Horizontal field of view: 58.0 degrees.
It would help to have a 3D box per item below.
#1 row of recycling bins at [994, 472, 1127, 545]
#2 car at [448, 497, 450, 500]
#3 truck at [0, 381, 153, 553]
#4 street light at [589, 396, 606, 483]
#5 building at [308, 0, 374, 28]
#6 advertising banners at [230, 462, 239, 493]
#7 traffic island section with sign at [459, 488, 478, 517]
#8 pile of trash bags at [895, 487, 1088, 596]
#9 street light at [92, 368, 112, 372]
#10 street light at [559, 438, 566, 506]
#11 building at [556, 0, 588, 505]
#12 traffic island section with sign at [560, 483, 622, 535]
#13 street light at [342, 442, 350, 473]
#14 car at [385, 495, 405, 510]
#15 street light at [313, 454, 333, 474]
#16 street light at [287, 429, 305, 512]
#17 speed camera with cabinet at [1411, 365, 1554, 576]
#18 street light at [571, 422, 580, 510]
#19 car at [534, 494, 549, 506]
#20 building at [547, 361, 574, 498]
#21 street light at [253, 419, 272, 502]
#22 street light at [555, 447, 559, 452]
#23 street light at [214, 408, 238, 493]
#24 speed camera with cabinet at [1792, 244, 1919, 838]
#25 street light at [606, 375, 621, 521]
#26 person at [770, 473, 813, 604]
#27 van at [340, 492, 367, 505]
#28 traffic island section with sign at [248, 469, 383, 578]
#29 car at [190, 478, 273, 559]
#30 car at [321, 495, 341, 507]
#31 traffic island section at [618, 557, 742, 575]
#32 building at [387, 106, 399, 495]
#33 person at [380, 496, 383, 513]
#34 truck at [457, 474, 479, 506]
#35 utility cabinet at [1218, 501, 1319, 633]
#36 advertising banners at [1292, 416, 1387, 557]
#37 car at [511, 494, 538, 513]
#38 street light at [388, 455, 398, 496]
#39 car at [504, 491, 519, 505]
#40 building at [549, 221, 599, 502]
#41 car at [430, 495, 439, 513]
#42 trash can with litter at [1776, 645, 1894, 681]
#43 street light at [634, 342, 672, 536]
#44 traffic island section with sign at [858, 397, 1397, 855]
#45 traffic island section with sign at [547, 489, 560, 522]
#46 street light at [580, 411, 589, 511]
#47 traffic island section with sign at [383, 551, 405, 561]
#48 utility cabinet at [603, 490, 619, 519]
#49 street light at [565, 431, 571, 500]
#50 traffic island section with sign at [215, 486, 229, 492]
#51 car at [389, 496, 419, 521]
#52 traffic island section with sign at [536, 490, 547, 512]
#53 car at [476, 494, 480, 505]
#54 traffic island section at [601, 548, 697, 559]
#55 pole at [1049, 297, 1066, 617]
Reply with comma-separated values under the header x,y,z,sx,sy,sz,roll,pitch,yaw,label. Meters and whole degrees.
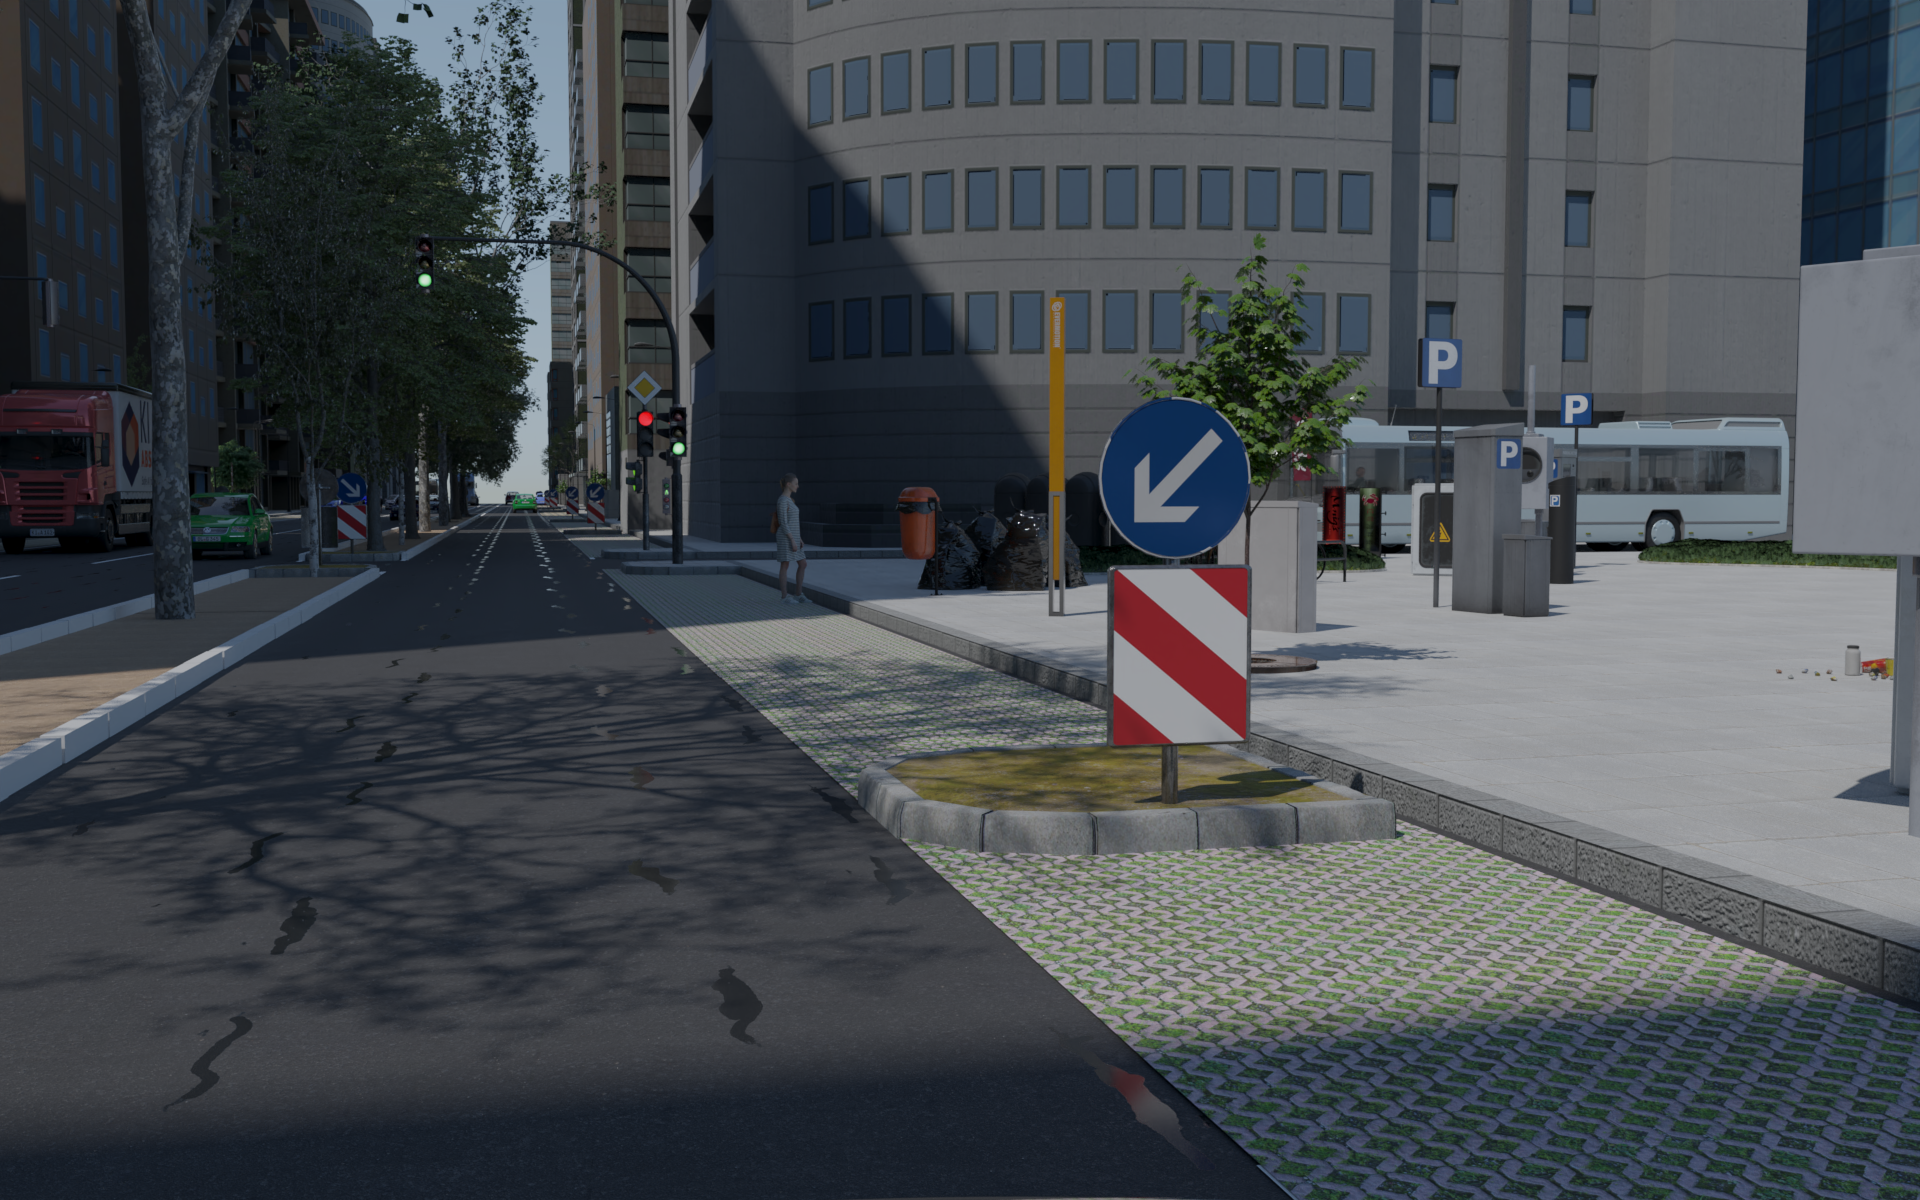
x,y,z,sx,sy,sz,roll,pitch,yaw,label
2.080,-1.555,32.543,3.534,1.692,1.069,3,5,39,row of recycling bins
-70.973,-13.757,237.287,2.083,1.381,4.827,-1,4,-15,car
-22.879,-3.457,45.442,2.839,4.237,11.283,-1,4,-15,truck
-16.748,-6.725,82.492,1.470,5.913,1.316,-1,4,-14,street light
-78.498,-40.248,200.056,21.231,58.520,28.212,-1,4,-14,building
-40.559,-6.159,96.895,0.090,3.025,2.074,-1,4,-12,advertising banners
-31.739,-6.262,110.526,2.006,1.907,1.989,-1,4,-14,traffic island section with sign
0.240,-0.824,23.222,1.912,1.369,3.447,2,4,32,pile of trash bags
-32.022,-5.594,63.995,1.470,5.913,1.316,-1,4,-14,street light
-31.987,-10.392,142.452,1.470,5.913,1.316,-1,4,-14,street light
-40.254,-47.604,216.569,20.563,71.187,20.611,-1,4,-14,building
-13.086,-3.236,61.543,1.989,1.847,2.006,-1,4,-14,traffic island section with sign
-54.721,-11.016,152.657,1.470,5.913,1.316,-1,4,-14,street light
-51.827,-8.995,159.429,2.083,1.381,4.827,-1,4,-13,car
-50.988,-10.127,138.115,1.470,5.913,1.316,-1,4,-14,street light
-47.379,-9.240,123.614,1.470,5.913,1.316,-1,4,-14,street light
8.103,-1.991,26.892,2.038,3.252,0.660,2,4,29,speed camera with cabinet
-24.108,-8.516,111.781,1.470,5.913,1.316,-1,4,-14,street light
-51.288,-12.413,212.545,1.945,1.707,3.694,-1,4,-14,car
-43.392,-24.327,242.783,27.650,21.520,28.899,-1,4,-14,building
-43.662,-8.355,109.141,1.470,5.913,1.316,-1,4,-14,street light
-35.763,-11.316,157.557,1.470,5.913,1.316,-1,4,-14,street light
-39.475,-7.371,93.057,1.470,5.913,1.316,-1,4,-14,street light
4.117,-0.780,7.084,2.038,3.252,0.660,-3,5,-42,speed camera with cabinet
-12.943,-5.826,67.804,1.470,5.913,1.316,-1,4,-14,street light
-2.218,-0.794,22.492,0.522,1.701,0.512,0,4,7,person
-42.381,-7.171,121.636,2.240,2.365,5.245,-1,4,-15,van
-11.363,-1.369,30.525,2.006,1.907,1.989,-1,4,-14,traffic island section with sign
-16.736,-1.865,39.282,1.959,1.807,4.718,-1,4,-15,car
-46.555,-7.229,127.786,1.945,1.707,3.694,-1,4,-15,car
-5.176,-0.585,31.846,2.009,0.180,2.903,-1,4,-14,traffic island section
-86.153,-41.911,227.243,21.231,58.520,28.212,-1,4,-14,building
-43.997,-7.320,131.365,0.799,1.438,0.628,2,4,31,person
-60.941,-13.703,213.803,2.967,4.110,18.799,-1,4,-14,truck
2.906,-0.320,16.396,0.306,1.237,1.020,-3,4,-38,utility cabinet
7.510,-2.349,34.593,2.074,3.025,0.090,2,4,34,advertising banners
-32.822,-7.446,130.545,1.959,1.807,4.718,-1,4,-15,car
-71.666,-15.092,219.290,1.470,5.913,1.316,-1,4,-14,street light
-59.503,-13.568,230.507,2.281,1.827,5.304,-1,4,-14,car
-54.591,-35.367,261.848,14.154,41.232,14.086,-1,4,-14,building
-40.724,-7.371,133.102,1.945,1.354,3.894,-1,4,-14,car
6.854,-0.034,11.620,1.678,1.210,2.233,-2,4,-27,trash can with litter
-9.288,-4.940,53.315,1.470,5.913,1.316,-1,4,-14,street light
0.595,0.050,7.813,1.989,1.847,2.006,-1,4,-14,traffic island section with sign
-19.784,-4.844,87.822,1.989,1.847,2.006,-1,4,-14,traffic island section with sign
-20.352,-7.612,96.994,1.470,5.913,1.316,-1,4,-14,street light
-13.182,-1.809,37.706,2.006,1.907,1.989,-1,4,-14,traffic island section with sign
-18.008,-4.952,89.643,0.318,1.500,1.173,1,4,22,utility cabinet
-28.182,-9.508,128.001,1.470,5.913,1.316,-1,4,-14,street light
-35.546,-4.574,83.409,1.989,1.847,2.006,-1,4,-14,traffic island section with sign
-30.119,-5.014,94.558,1.945,1.354,3.894,-1,4,-13,car
-31.960,-7.767,135.613,1.989,1.847,2.006,-1,4,-14,traffic island section with sign
-65.215,-13.600,231.407,2.155,1.783,4.494,-1,4,-16,car
-7.147,-1.058,39.585,2.009,0.180,2.903,-1,4,-14,traffic island section
1.017,-1.484,18.107,0.158,3.312,0.155,0,3,0,pole
